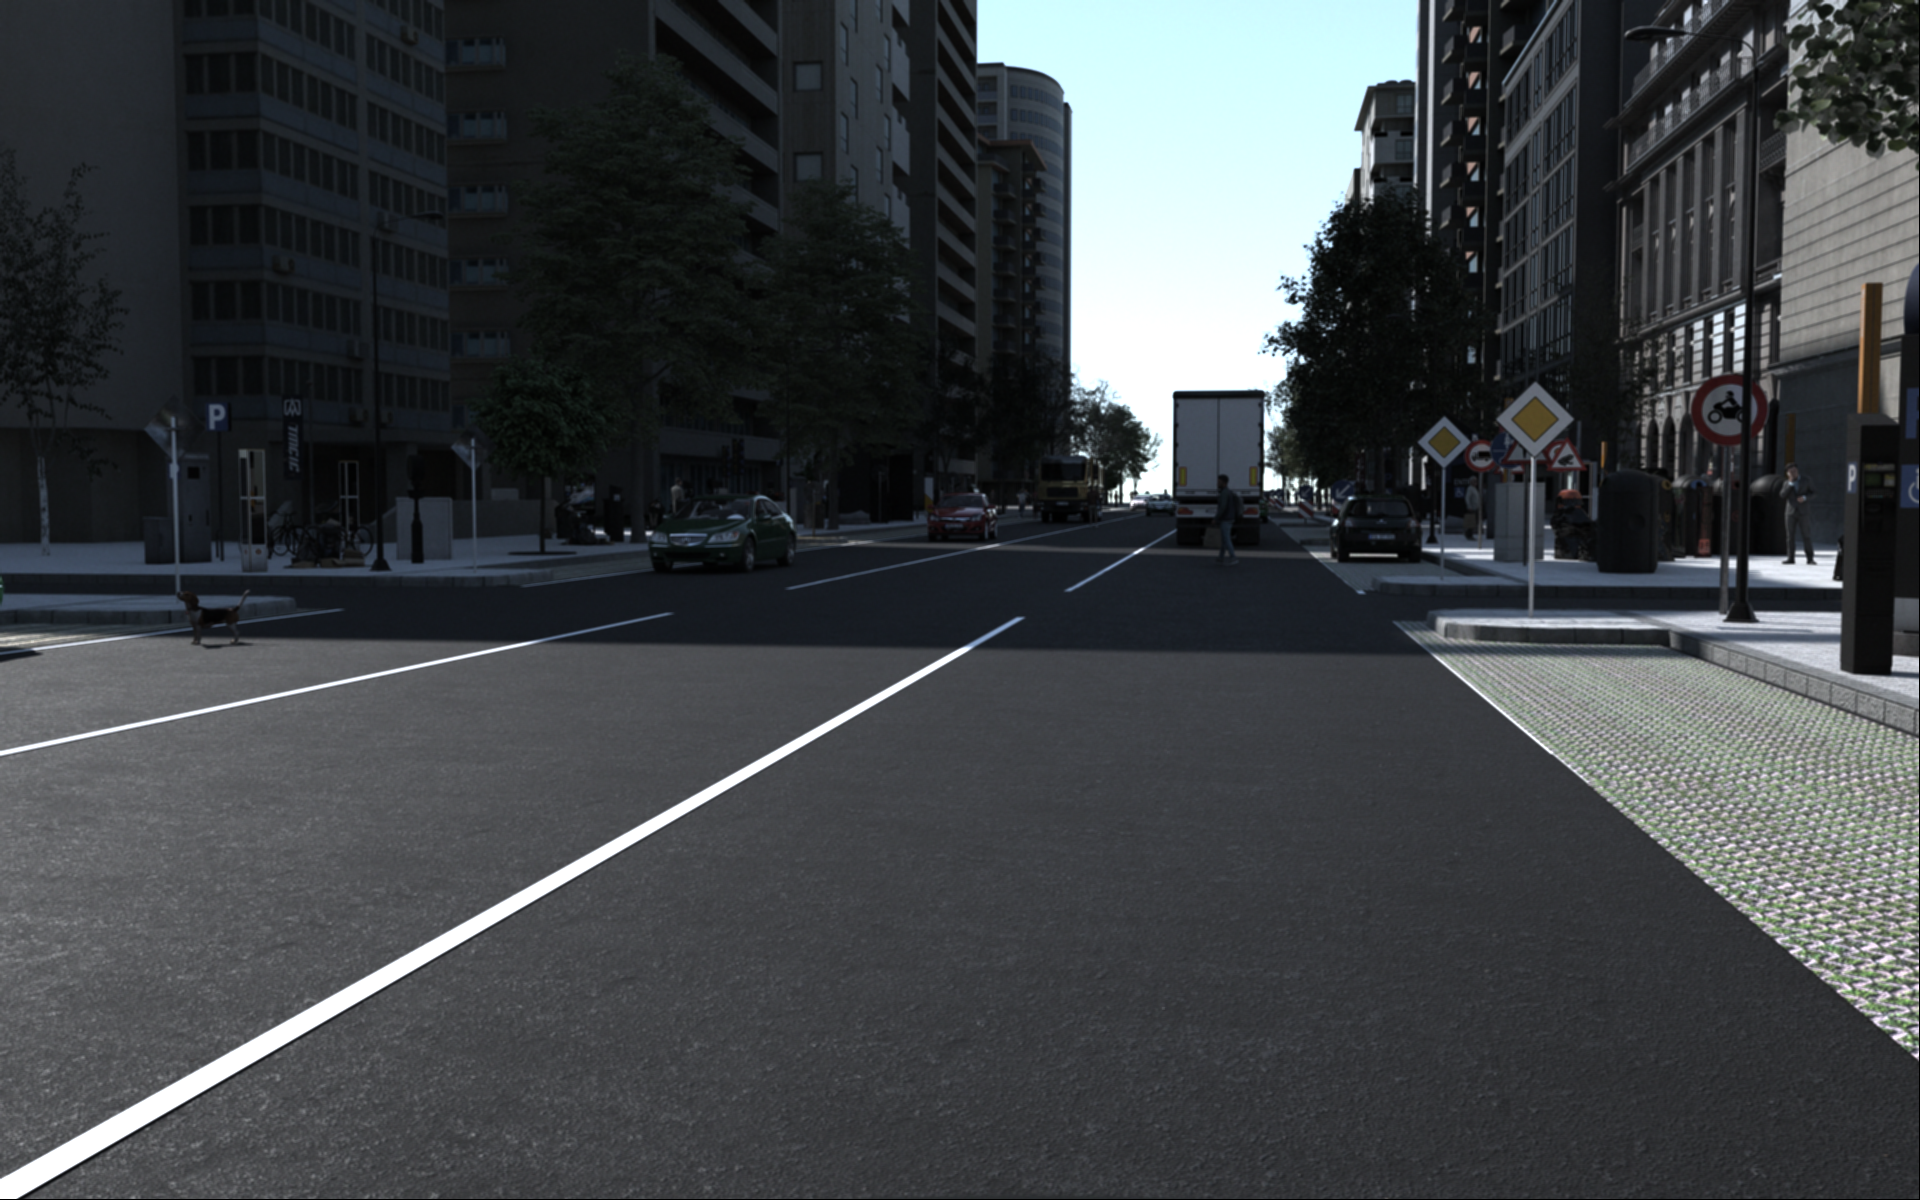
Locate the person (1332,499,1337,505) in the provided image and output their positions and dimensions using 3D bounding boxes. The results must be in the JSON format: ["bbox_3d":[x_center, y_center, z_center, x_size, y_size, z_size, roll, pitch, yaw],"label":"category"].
[{"bbox_3d":[33.434,-9.049,154.663,0.551,1.740,0.621,1,4,21],"label":"person"}]

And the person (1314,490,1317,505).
[{"bbox_3d":[42.238,-12.172,205.034,1.348,1.826,0.705,1,4,19],"label":"person"}]

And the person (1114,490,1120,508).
[{"bbox_3d":[16.015,-10.315,177.114,0.705,1.831,1.348,2,4,29],"label":"person"}]

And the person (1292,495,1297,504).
[{"bbox_3d":[44.666,-13.527,230.427,0.991,1.433,0.599,2,4,34],"label":"person"}]

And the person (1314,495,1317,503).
[{"bbox_3d":[51.643,-14.975,250.903,0.705,1.822,1.348,-1,4,-17],"label":"person"}]

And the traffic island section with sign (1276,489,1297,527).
[{"bbox_3d":[14.850,-4.063,75.052,1.989,1.847,2.006,1,4,9],"label":"traffic island section with sign"}]

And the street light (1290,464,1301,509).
[{"bbox_3d":[23.703,-8.968,119.161,1.470,5.913,1.316,1,4,9],"label":"street light"}]

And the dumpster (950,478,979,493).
[{"bbox_3d":[0.254,-6.059,101.555,1.502,2.255,1.985,1,4,9],"label":"dumpster"}]

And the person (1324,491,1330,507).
[{"bbox_3d":[36.927,-10.233,174.036,0.721,1.739,1.217,3,5,44],"label":"person"}]

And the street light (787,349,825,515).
[{"bbox_3d":[-5.004,-5.082,55.640,1.470,5.913,1.316,1,4,9],"label":"street light"}]

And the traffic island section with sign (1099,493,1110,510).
[{"bbox_3d":[12.265,-8.844,153.224,1.989,1.847,2.006,1,4,9],"label":"traffic island section with sign"}]

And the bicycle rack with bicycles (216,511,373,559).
[{"bbox_3d":[-13.861,-1.350,35.457,2.925,0.926,2.852,2,4,35],"label":"bicycle rack with bicycles"}]

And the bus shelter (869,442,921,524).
[{"bbox_3d":[-3.151,-5.304,78.003,1.731,3.624,6.357,1,4,9],"label":"bus shelter"}]

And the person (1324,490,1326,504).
[{"bbox_3d":[45.225,-12.756,214.620,0.705,1.823,1.348,1,4,10],"label":"person"}]

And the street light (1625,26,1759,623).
[{"bbox_3d":[7.312,-2.738,17.311,1.470,5.913,1.316,1,4,9],"label":"street light"}]

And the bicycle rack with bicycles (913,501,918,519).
[{"bbox_3d":[-3.218,-4.656,89.502,2.852,0.926,2.925,0,4,-2],"label":"bicycle rack with bicycles"}]

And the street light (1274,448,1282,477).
[{"bbox_3d":[32.612,-12.332,174.167,1.470,5.913,1.316,1,4,9],"label":"street light"}]

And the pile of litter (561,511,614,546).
[{"bbox_3d":[-9.448,-1.823,43.765,1.176,0.858,1.719,-3,4,-37],"label":"pile of litter"}]

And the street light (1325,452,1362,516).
[{"bbox_3d":[16.101,-6.079,71.933,1.470,5.913,1.316,1,4,9],"label":"street light"}]

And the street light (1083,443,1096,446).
[{"bbox_3d":[11.732,-11.396,158.867,1.470,5.913,1.316,1,4,9],"label":"street light"}]

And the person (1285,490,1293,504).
[{"bbox_3d":[40.995,-12.868,216.400,1.348,1.831,0.705,-1,4,-8],"label":"person"}]

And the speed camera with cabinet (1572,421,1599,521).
[{"bbox_3d":[16.734,-3.167,46.111,0.660,3.252,2.038,1,4,13],"label":"speed camera with cabinet"}]

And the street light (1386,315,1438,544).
[{"bbox_3d":[11.725,-4.425,44.887,1.470,5.913,1.316,1,4,9],"label":"street light"}]

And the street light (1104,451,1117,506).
[{"bbox_3d":[16.161,-13.069,186.213,1.470,5.913,1.316,1,4,9],"label":"street light"}]

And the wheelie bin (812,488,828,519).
[{"bbox_3d":[-7.214,-4.967,89.115,0.980,1.594,0.693,2,4,26],"label":"wheelie bin"}]

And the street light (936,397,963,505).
[{"bbox_3d":[-0.560,-6.757,83.022,1.470,5.913,1.316,1,4,9],"label":"street light"}]

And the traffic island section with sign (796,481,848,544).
[{"bbox_3d":[-4.338,-2.560,50.488,1.989,1.847,2.006,1,4,9],"label":"traffic island section with sign"}]

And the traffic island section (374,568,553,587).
[{"bbox_3d":[-7.929,-0.363,28.222,2.009,0.180,2.903,1,4,9],"label":"traffic island section"}]

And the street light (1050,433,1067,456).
[{"bbox_3d":[7.393,-9.716,131.399,1.470,5.913,1.316,1,4,9],"label":"street light"}]

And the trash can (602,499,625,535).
[{"bbox_3d":[-10.769,-2.582,53.868,0.748,1.137,0.748,0,3,0],"label":"trash can"}]

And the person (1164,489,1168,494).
[{"bbox_3d":[17.865,-8.724,150.766,1.348,1.869,0.705,-3,5,-44],"label":"person"}]

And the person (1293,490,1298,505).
[{"bbox_3d":[38.724,-11.802,198.998,0.705,1.826,1.348,-3,4,-37],"label":"person"}]

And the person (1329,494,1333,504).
[{"bbox_3d":[50.543,-13.960,235.008,1.217,1.735,0.721,-1,4,-16],"label":"person"}]

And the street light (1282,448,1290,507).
[{"bbox_3d":[28.319,-10.662,146.866,1.470,5.913,1.316,1,4,9],"label":"street light"}]

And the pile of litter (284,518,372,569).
[{"bbox_3d":[-10.956,-1.004,30.386,1.719,0.858,1.176,-1,4,-20],"label":"pile of litter"}]

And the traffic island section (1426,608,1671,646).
[{"bbox_3d":[5.942,0.268,17.897,2.009,0.180,2.903,1,4,9],"label":"traffic island section"}]

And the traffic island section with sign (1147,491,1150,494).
[{"bbox_3d":[25.487,-13.852,235.113,1.989,1.847,2.006,1,4,9],"label":"traffic island section with sign"}]

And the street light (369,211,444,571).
[{"bbox_3d":[-9.163,-3.435,28.708,1.470,5.913,1.316,1,4,9],"label":"street light"}]

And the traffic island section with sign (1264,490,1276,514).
[{"bbox_3d":[22.789,-7.069,124.211,1.989,1.847,2.006,1,4,9],"label":"traffic island section with sign"}]

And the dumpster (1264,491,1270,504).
[{"bbox_3d":[38.738,-13.019,221.075,1.865,1.857,1.264,1,4,9],"label":"dumpster"}]

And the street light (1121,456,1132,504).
[{"bbox_3d":[20.490,-14.714,213.118,1.470,5.913,1.316,1,4,9],"label":"street light"}]

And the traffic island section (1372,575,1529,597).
[{"bbox_3d":[7.216,-0.214,25.780,2.009,0.180,2.903,1,4,9],"label":"traffic island section"}]

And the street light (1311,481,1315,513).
[{"bbox_3d":[20.538,-7.750,99.261,1.470,5.913,1.316,1,4,9],"label":"street light"}]

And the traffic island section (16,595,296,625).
[{"bbox_3d":[-9.203,0.119,20.339,2.009,0.180,2.903,1,4,9],"label":"traffic island section"}]

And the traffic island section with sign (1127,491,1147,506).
[{"bbox_3d":[21.182,-12.225,208.503,1.989,1.847,2.006,1,4,9],"label":"traffic island section with sign"}]

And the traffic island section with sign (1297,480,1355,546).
[{"bbox_3d":[10.547,-2.435,48.441,1.989,1.847,2.006,1,4,9],"label":"traffic island section with sign"}]

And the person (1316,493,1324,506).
[{"bbox_3d":[39.659,-11.067,190.247,1.065,1.426,0.557,0,4,6],"label":"person"}]

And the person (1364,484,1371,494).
[{"bbox_3d":[23.738,-5.876,101.753,1.348,1.869,0.705,1,4,14],"label":"person"}]

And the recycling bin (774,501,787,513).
[{"bbox_3d":[-6.420,-2.908,60.092,0.722,1.027,0.722,2,4,32],"label":"recycling bin"}]

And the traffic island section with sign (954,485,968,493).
[{"bbox_3d":[0.019,-4.209,77.448,1.989,1.847,2.006,1,4,9],"label":"traffic island section with sign"}]

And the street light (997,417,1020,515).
[{"bbox_3d":[2.880,-8.027,103.784,1.470,5.913,1.316,1,4,9],"label":"street light"}]
